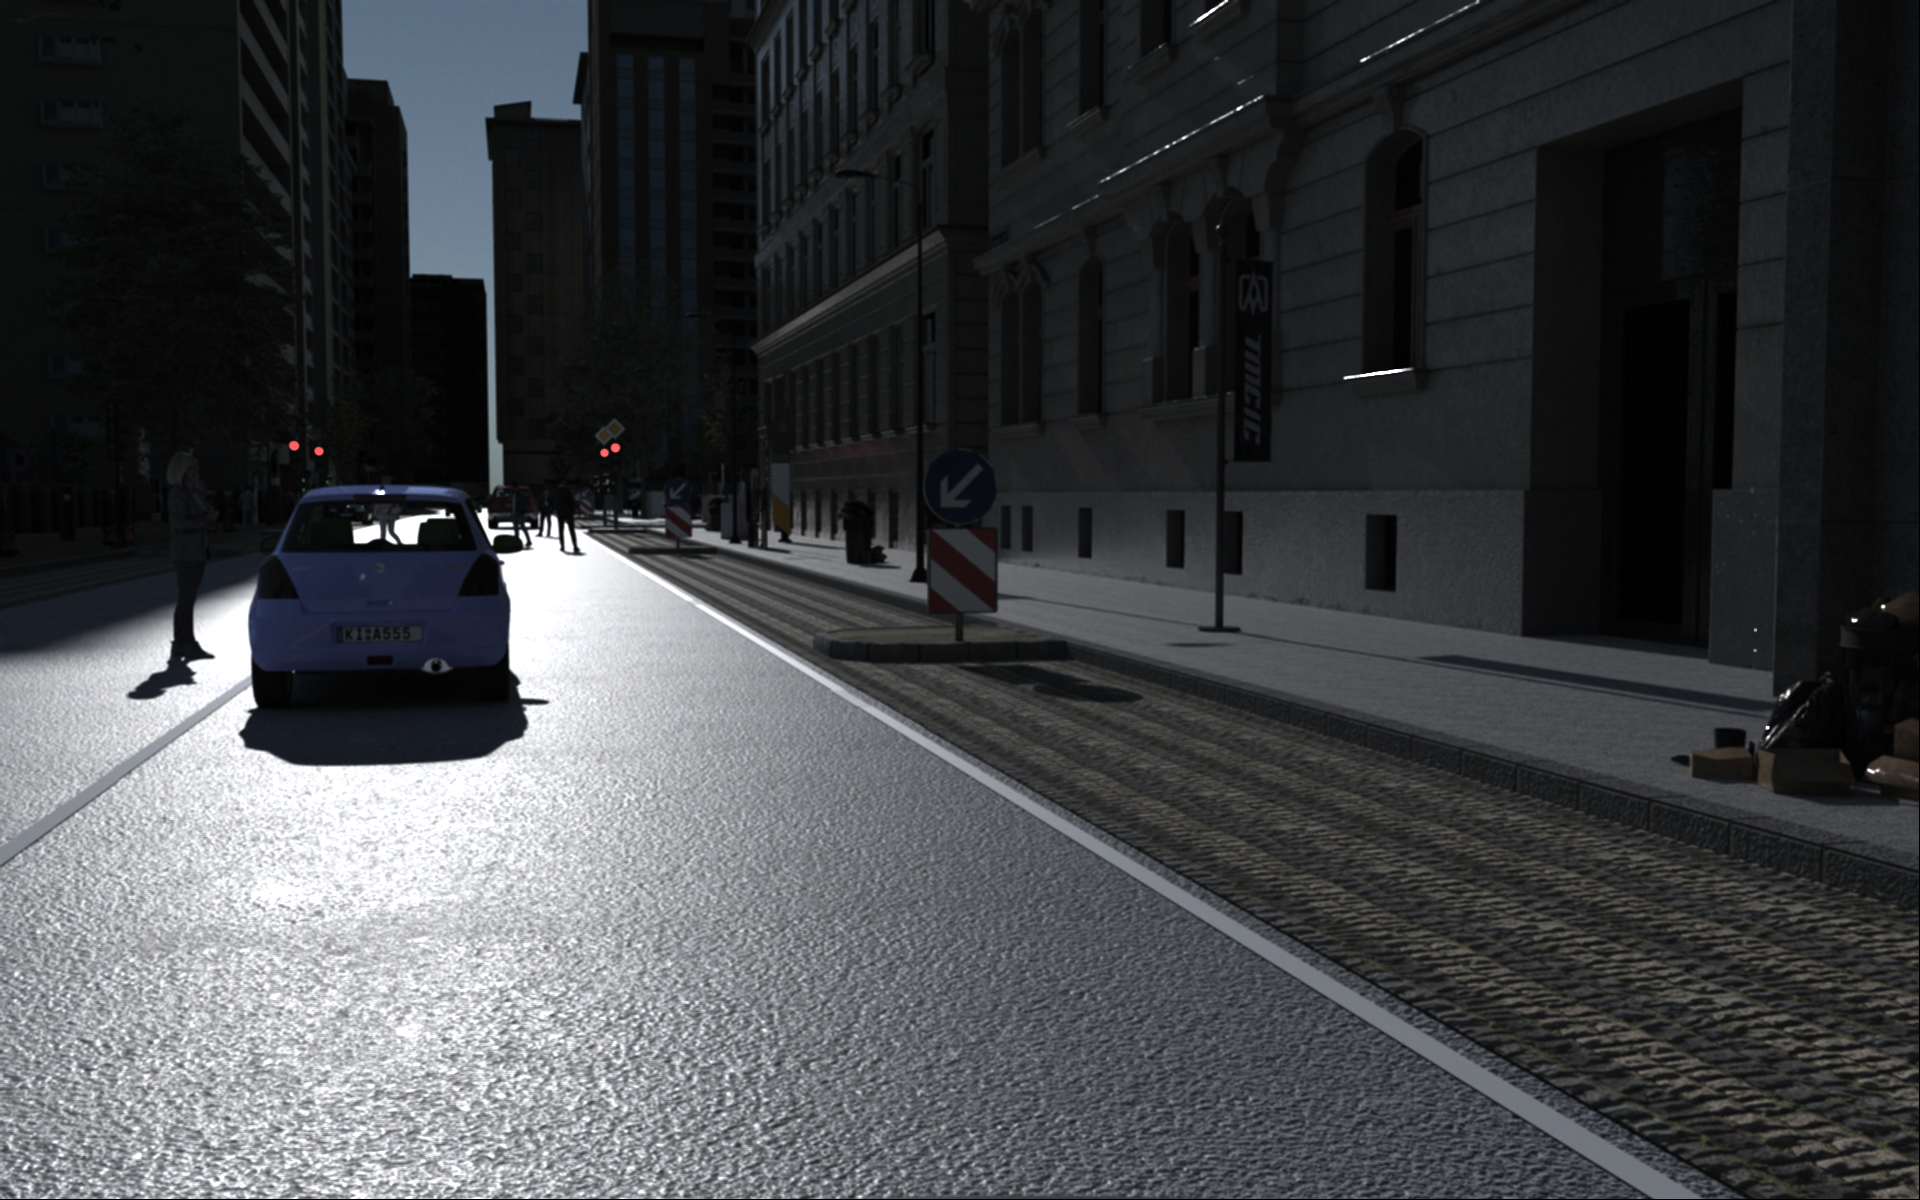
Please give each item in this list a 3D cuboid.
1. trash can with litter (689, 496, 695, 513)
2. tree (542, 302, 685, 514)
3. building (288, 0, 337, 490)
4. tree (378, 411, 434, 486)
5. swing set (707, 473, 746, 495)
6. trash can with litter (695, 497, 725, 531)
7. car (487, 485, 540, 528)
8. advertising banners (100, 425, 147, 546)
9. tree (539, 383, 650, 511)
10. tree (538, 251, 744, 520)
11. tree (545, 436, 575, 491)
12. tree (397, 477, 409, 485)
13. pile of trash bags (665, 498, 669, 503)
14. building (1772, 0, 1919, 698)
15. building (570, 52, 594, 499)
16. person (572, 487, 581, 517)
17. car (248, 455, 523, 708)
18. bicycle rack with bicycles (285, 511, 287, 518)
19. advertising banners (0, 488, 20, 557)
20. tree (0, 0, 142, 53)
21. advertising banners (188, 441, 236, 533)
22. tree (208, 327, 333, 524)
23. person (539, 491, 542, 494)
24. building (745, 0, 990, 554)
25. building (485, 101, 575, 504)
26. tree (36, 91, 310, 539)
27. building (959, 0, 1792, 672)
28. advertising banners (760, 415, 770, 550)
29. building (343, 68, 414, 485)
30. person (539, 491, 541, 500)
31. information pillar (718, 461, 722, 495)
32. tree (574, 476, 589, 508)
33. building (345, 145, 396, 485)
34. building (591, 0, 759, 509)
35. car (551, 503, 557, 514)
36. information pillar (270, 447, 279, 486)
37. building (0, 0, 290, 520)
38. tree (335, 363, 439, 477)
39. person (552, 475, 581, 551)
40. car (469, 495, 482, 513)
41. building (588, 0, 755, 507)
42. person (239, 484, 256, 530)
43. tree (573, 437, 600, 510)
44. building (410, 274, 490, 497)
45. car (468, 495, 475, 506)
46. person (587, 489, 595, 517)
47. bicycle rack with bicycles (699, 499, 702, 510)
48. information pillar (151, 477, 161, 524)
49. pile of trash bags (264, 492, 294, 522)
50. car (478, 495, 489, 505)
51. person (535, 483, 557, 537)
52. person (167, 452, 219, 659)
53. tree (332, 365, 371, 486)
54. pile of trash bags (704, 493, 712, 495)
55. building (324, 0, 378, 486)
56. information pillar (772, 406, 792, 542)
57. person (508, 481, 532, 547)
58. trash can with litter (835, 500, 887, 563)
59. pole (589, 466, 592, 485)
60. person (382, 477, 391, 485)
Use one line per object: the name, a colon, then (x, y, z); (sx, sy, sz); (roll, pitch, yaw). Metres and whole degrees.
trash can with litter: (-17.108, -6.215, 113.001); (1.055, 1.170, 0.624); (-3, 5, -39)
tree: (-22.630, -12.671, 113.831); (9.857, 13.997, 8.962); (0, 3, 0)
building: (-51.129, -26.589, 118.325); (14.154, 41.232, 14.086); (-1, 4, -14)
tree: (-50.209, -12.680, 157.686); (4.360, 8.622, 3.978); (0, 3, 0)
swing set: (-16.966, -7.969, 127.905); (3.119, 2.851, 2.862); (-1, 4, -21)
trash can with litter: (-8.531, -2.959, 59.768); (0.624, 1.170, 1.055); (-2, 4, -34)
car: (-19.064, -3.994, 73.979); (2.281, 1.827, 5.304); (-1, 4, -13)
advertising banners: (-21.051, -2.906, 43.701); (0.090, 3.025, 2.074); (0, 4, 5)
tree: (-27.862, -12.162, 133.269); (8.767, 10.594, 7.601); (-2, 4, -23)
tree: (-16.089, -10.837, 87.555); (12.009, 13.543, 11.850); (0, 3, 0)
tree: (-49.864, -16.283, 216.595); (4.360, 8.622, 3.978); (0, 3, 0)
tree: (-55.891, -11.009, 174.605); (1.663, 3.219, 1.824); (0, 3, 0)
pile of trash bags: (-21.844, -7.110, 125.999); (1.912, 1.369, 3.447); (-2, 4, -29)
building: (13.431, -11.258, 2.095); (12.078, 24.808, 19.932); (-1, 4, -14)
building: (-30.776, -37.773, 206.825); (28.713, 52.752, 27.495); (-1, 4, -14)
person: (-21.974, -5.534, 99.075); (0.850, 1.850, 0.679); (2, 4, 27)
car: (-4.286, -0.213, 13.075); (1.945, 1.707, 3.694); (-1, 4, -16)
bicycle rack with bicycles: (-33.960, -4.313, 83.893); (2.925, 0.926, 2.852); (0, 4, 8)
advertising banners: (-19.543, -2.346, 34.543); (0.090, 3.025, 2.074); (0, 4, 8)
tree: (-17.397, -10.338, 24.912); (12.611, 20.169, 13.585); (0, 3, 0)
advertising banners: (-24.915, -3.758, 57.627); (0.090, 3.025, 2.074); (1, 4, 20)
tree: (-29.990, -7.544, 73.704); (4.737, 8.622, 4.395); (0, 3, 0)
person: (-46.205, -11.163, 191.035); (1.348, 1.821, 0.705); (0, 4, -8)
building: (3.236, -13.270, 50.248); (16.112, 22.955, 30.059); (-1, 4, -14)
building: (-51.570, -39.954, 242.485); (27.495, 52.752, 28.713); (-1, 4, -14)
tree: (-22.565, -8.062, 49.938); (7.486, 12.596, 7.792); (0, 3, 0)
building: (9.207, -14.440, 23.481); (14.401, 28.519, 23.554); (-1, 4, -14)
advertising banners: (-4.456, -2.651, 39.536); (0.090, 3.025, 2.074); (-1, 4, -10)
building: (-74.581, -35.148, 198.375); (21.600, 48.544, 21.300); (-1, 4, -14)
person: (-43.636, -10.425, 179.744); (0.721, 1.735, 1.217); (0, 4, 5)
information pillar: (-17.216, -8.123, 124.170); (0.183, 3.616, 0.504); (-2, 4, -31)
tree: (-35.271, -10.140, 160.383); (1.663, 3.219, 1.824); (0, 3, 0)
building: (-72.610, -29.182, 169.001); (32.217, 40.220, 23.993); (-1, 4, -14)
building: (-25.536, -30.916, 155.594); (14.600, 45.320, 14.200); (-1, 4, -14)
car: (-29.100, -6.980, 126.708); (1.945, 1.354, 3.894); (-1, 4, -15)
information pillar: (-34.418, -5.852, 87.035); (0.504, 3.616, 0.183); (2, 4, 30)
building: (-48.262, -28.655, 92.206); (21.300, 48.544, 21.600); (-1, 4, -14)
tree: (-45.118, -12.871, 136.188); (9.928, 11.665, 9.643); (0, 3, 0)
person: (-9.950, -2.192, 43.695); (0.648, 1.900, 0.474); (0, 4, 5)
car: (-37.746, -7.382, 133.277); (1.945, 1.354, 3.894); (-1, 4, -13)
building: (-27.167, -38.869, 177.509); (21.231, 58.520, 28.212); (-1, 4, -14)
person: (-26.173, -3.355, 63.632); (0.678, 1.792, 0.850); (0, 4, -7)
tree: (-29.742, -11.607, 140.144); (4.737, 8.622, 4.395); (0, 3, 0)
building: (-70.227, -28.090, 230.977); (14.107, 30.474, 14.160); (-1, 4, -14)
car: (-32.516, -6.147, 112.508); (2.014, 1.417, 4.499); (-1, 4, -15)
person: (-20.925, -5.427, 98.231); (0.512, 1.701, 0.522); (1, 4, 12)
bicycle rack with bicycles: (-20.658, -7.809, 141.063); (2.852, 0.926, 2.925); (0, 4, -3)
information pillar: (-35.052, -4.343, 75.494); (0.304, 2.012, 0.304); (-3, 5, -44)
pile of trash bags: (-31.172, -4.299, 80.037); (1.912, 1.369, 3.447); (-1, 4, -14)
car: (-54.615, -11.398, 198.929); (1.945, 1.354, 3.894); (-1, 4, -13)
person: (-13.934, -3.034, 58.292); (0.721, 1.800, 0.419); (1, 4, 9)
person: (-6.740, -0.405, 15.300); (0.526, 1.800, 0.537); (1, 4, 9)
tree: (-34.988, -8.981, 97.210); (4.737, 8.622, 4.395); (0, 3, 0)
pile of trash bags: (-13.887, -5.821, 104.925); (3.447, 1.369, 1.912); (0, 4, 3)
building: (-61.209, -43.354, 147.094); (20.563, 71.187, 20.611); (-1, 4, -14)
information pillar: (-4.766, -3.357, 46.247); (0.504, 3.616, 0.183); (0, 4, 8)
person: (-12.054, -2.348, 47.236); (0.623, 1.781, 0.721); (2, 4, 32)
trash can with litter: (-1.818, -1.276, 32.251); (0.624, 1.170, 1.055); (2, 4, 26)
pole: (-27.264, -8.190, 127.746); (0.158, 3.312, 0.155); (0, 3, 0)
person: (-13.453, -1.984, 40.813); (0.818, 1.842, 0.514); (2, 4, 30)
